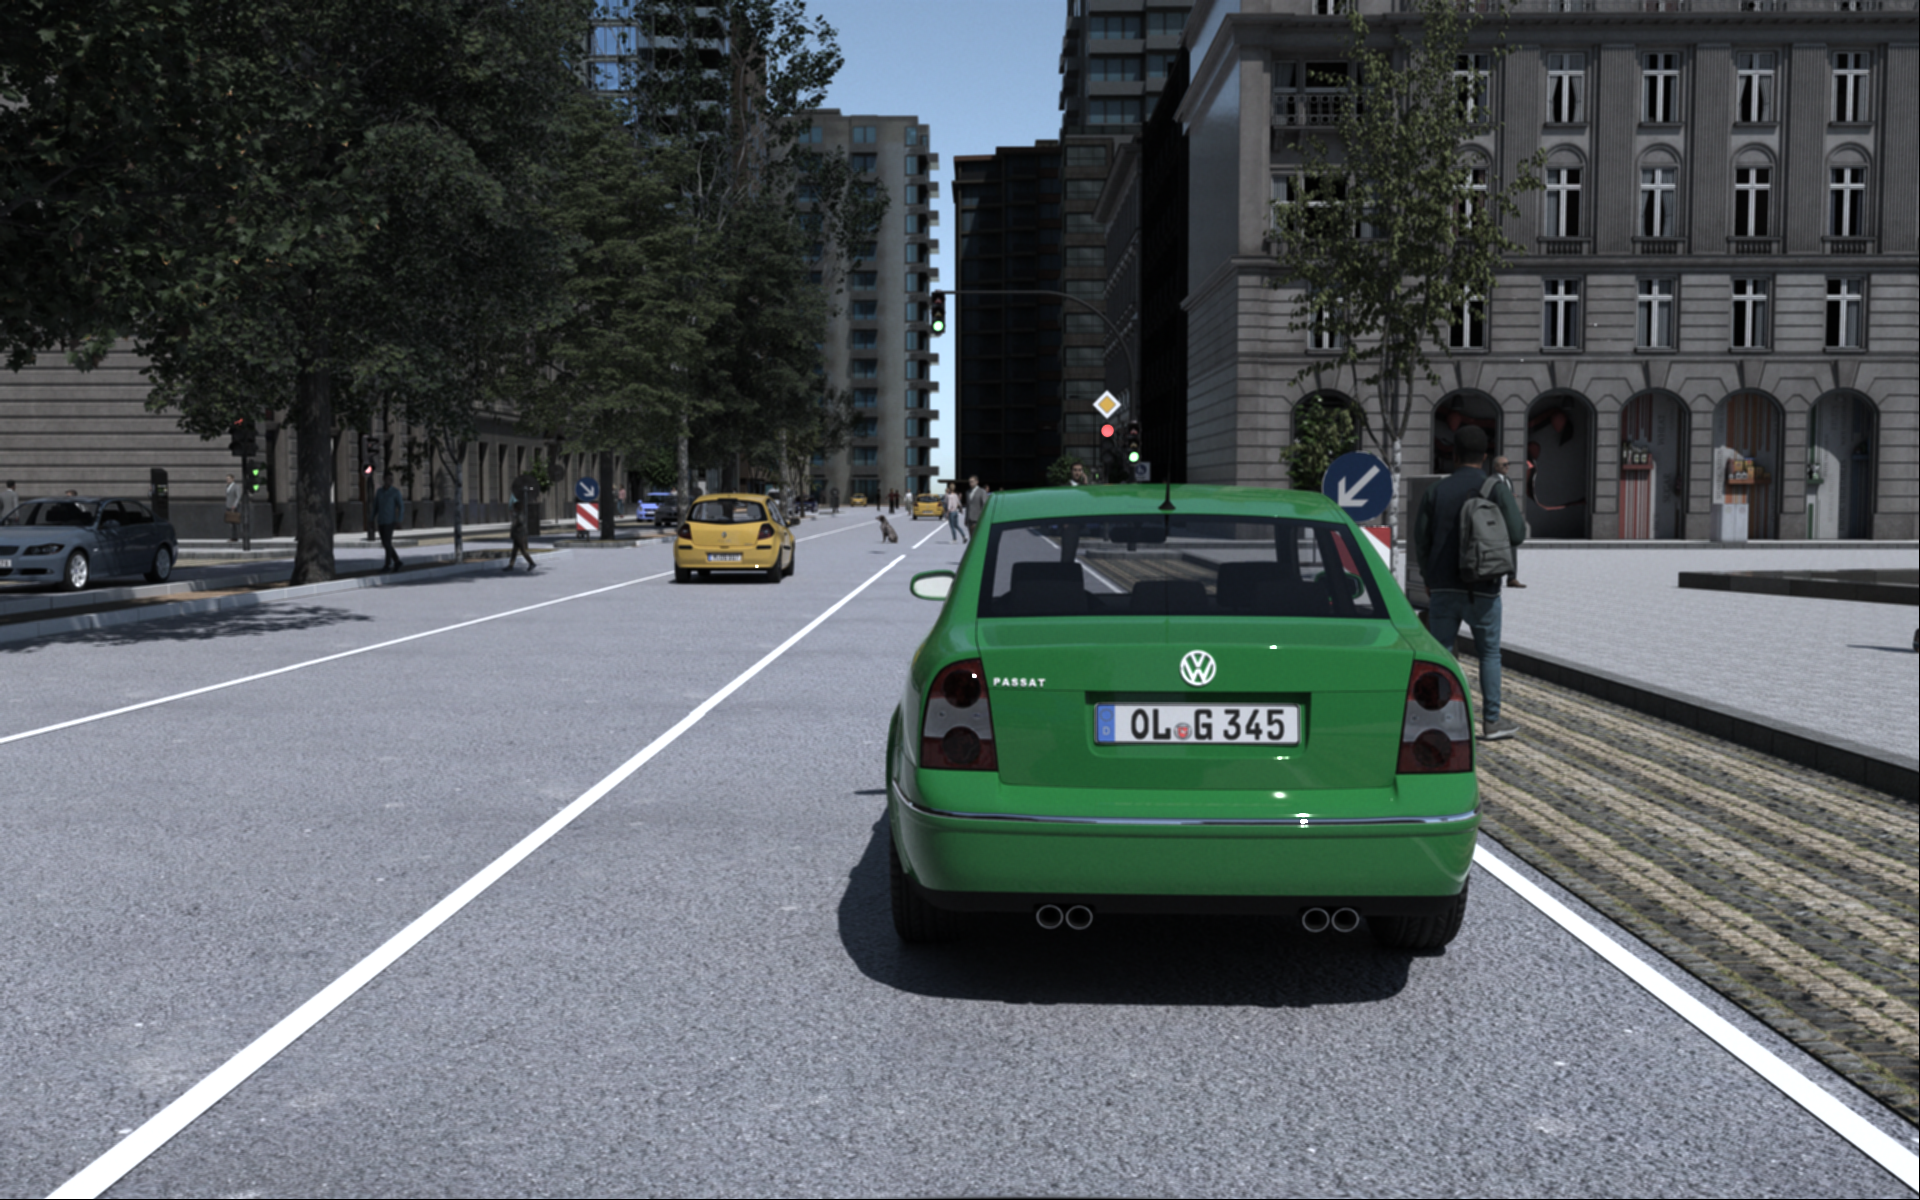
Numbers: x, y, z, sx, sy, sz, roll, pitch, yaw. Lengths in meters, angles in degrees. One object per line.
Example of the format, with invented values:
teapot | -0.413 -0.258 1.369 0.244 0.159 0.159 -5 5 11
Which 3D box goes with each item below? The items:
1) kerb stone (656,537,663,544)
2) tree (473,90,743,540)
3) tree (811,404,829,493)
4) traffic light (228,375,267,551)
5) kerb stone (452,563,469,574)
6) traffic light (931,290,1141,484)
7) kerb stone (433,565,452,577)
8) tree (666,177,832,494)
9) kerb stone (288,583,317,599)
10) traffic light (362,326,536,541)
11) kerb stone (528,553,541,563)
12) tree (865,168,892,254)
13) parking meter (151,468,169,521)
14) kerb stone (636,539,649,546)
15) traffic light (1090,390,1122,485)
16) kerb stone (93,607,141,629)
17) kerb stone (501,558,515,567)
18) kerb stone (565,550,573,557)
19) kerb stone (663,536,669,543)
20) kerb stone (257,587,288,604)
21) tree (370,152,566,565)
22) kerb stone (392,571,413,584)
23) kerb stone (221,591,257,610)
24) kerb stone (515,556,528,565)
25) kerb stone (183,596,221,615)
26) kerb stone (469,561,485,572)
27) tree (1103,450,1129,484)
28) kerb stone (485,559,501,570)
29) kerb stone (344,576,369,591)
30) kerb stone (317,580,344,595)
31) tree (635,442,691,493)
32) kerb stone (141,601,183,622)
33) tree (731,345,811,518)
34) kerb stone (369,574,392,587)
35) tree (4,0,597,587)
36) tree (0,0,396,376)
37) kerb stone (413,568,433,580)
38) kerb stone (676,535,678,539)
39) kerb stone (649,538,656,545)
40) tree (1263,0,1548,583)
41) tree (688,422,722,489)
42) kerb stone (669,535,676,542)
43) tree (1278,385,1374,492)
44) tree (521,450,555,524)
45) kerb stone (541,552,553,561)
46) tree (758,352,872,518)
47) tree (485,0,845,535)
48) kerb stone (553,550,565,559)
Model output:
kerb stone | -8.822 -1.709 50.176 0.120 0.150 1.000 0 4 1
tree | -10.096 -7.864 49.167 7.486 12.596 7.792 0 3 0
tree | -9.405 -8.883 98.049 4.737 8.622 4.395 0 3 0
traffic light | -16.127 -3.067 39.073 0.839 4.253 0.868 0 4 1
kerb stone | -9.096 -0.549 31.175 0.120 0.150 1.000 0 4 1
traffic light | 1.739 -3.916 38.701 4.771 5.953 1.251 0 4 1
kerb stone | -9.101 -0.483 30.142 0.120 0.150 1.000 0 4 1
tree | -9.587 -9.875 70.561 9.857 13.997 8.962 0 3 0
kerb stone | -9.192 -0.107 23.993 0.120 0.150 1.000 0 4 1
traffic light | -13.924 -4.428 47.063 4.771 5.953 1.251 0 4 1
kerb stone | -9.024 -0.863 36.299 0.120 0.150 1.000 0 4 1
tree | -10.118 -14.025 87.661 12.611 20.169 13.585 0 3 0
parking meter | -17.959 -2.029 38.888 0.255 1.863 0.399 -3 5 -43
kerb stone | -8.866 -1.586 48.132 0.120 0.150 1.000 0 4 1
traffic light | 3.943 -3.540 46.798 0.839 4.253 0.868 0 4 1
kerb stone | -9.260 0.206 18.875 0.120 0.150 1.000 0 4 1
kerb stone | -9.046 -0.737 34.246 0.120 0.150 1.000 0 4 1
kerb stone | -8.980 -1.051 39.376 0.120 0.150 1.000 0 4 1
kerb stone | -8.817 -1.768 51.199 0.120 0.150 1.000 0 4 1
kerb stone | -9.209 -0.047 22.971 0.120 0.150 1.000 0 4 1
tree | -10.015 -4.998 34.541 4.360 8.622 3.978 0 3 0
kerb stone | -9.139 -0.353 28.099 0.120 0.150 1.000 0 4 1
kerb stone | -9.214 0.015 21.948 0.120 0.150 1.000 0 4 1
kerb stone | -9.035 -0.798 35.277 0.120 0.150 1.000 0 4 1
kerb stone | -9.235 0.078 20.925 0.120 0.150 1.000 0 4 1
kerb stone | -9.084 -0.612 32.200 0.120 0.150 1.000 0 4 1
tree | 6.959 -5.025 76.766 1.663 3.219 1.824 0 3 0
kerb stone | -9.057 -0.674 33.224 0.120 0.150 1.000 0 4 1
kerb stone | -9.165 -0.235 26.039 0.120 0.150 1.000 0 4 1
kerb stone | -9.176 -0.173 25.017 0.120 0.150 1.000 0 4 1
tree | -17.539 -7.243 102.131 4.285 4.588 4.351 0 3 0
kerb stone | -9.251 0.141 19.898 0.120 0.150 1.000 0 4 1
tree | -9.273 -7.663 78.104 4.737 8.622 4.395 0 3 0
kerb stone | -9.149 -0.298 27.072 0.120 0.150 1.000 0 4 1
tree | -9.926 -7.164 26.252 9.857 13.997 8.962 0 3 0
tree | -10.269 -5.812 14.495 9.611 12.733 9.660 0 3 0
kerb stone | -9.122 -0.420 29.120 0.120 0.150 1.000 0 4 1
kerb stone | -8.787 -1.894 53.252 0.120 0.150 1.000 0 4 1
kerb stone | -8.846 -1.644 49.155 0.120 0.150 1.000 0 4 1
tree | 6.063 -4.509 24.079 4.737 8.622 4.395 0 3 0
tree | -17.577 -10.209 117.278 4.360 8.622 3.978 0 3 0
kerb stone | -8.800 -1.837 52.224 0.120 0.150 1.000 0 4 1
tree | 6.223 -2.209 30.727 1.663 3.219 1.824 0 3 0
tree | -18.461 -4.961 75.709 1.663 3.219 1.824 0 3 0
kerb stone | -9.006 -0.926 37.332 0.120 0.150 1.000 0 4 1
tree | -9.447 -10.237 104.248 8.767 10.594 7.601 0 4 1
tree | -10.600 -12.277 59.073 12.611 20.169 13.585 0 3 0
kerb stone | -8.987 -0.988 38.354 0.120 0.150 1.000 0 4 1
